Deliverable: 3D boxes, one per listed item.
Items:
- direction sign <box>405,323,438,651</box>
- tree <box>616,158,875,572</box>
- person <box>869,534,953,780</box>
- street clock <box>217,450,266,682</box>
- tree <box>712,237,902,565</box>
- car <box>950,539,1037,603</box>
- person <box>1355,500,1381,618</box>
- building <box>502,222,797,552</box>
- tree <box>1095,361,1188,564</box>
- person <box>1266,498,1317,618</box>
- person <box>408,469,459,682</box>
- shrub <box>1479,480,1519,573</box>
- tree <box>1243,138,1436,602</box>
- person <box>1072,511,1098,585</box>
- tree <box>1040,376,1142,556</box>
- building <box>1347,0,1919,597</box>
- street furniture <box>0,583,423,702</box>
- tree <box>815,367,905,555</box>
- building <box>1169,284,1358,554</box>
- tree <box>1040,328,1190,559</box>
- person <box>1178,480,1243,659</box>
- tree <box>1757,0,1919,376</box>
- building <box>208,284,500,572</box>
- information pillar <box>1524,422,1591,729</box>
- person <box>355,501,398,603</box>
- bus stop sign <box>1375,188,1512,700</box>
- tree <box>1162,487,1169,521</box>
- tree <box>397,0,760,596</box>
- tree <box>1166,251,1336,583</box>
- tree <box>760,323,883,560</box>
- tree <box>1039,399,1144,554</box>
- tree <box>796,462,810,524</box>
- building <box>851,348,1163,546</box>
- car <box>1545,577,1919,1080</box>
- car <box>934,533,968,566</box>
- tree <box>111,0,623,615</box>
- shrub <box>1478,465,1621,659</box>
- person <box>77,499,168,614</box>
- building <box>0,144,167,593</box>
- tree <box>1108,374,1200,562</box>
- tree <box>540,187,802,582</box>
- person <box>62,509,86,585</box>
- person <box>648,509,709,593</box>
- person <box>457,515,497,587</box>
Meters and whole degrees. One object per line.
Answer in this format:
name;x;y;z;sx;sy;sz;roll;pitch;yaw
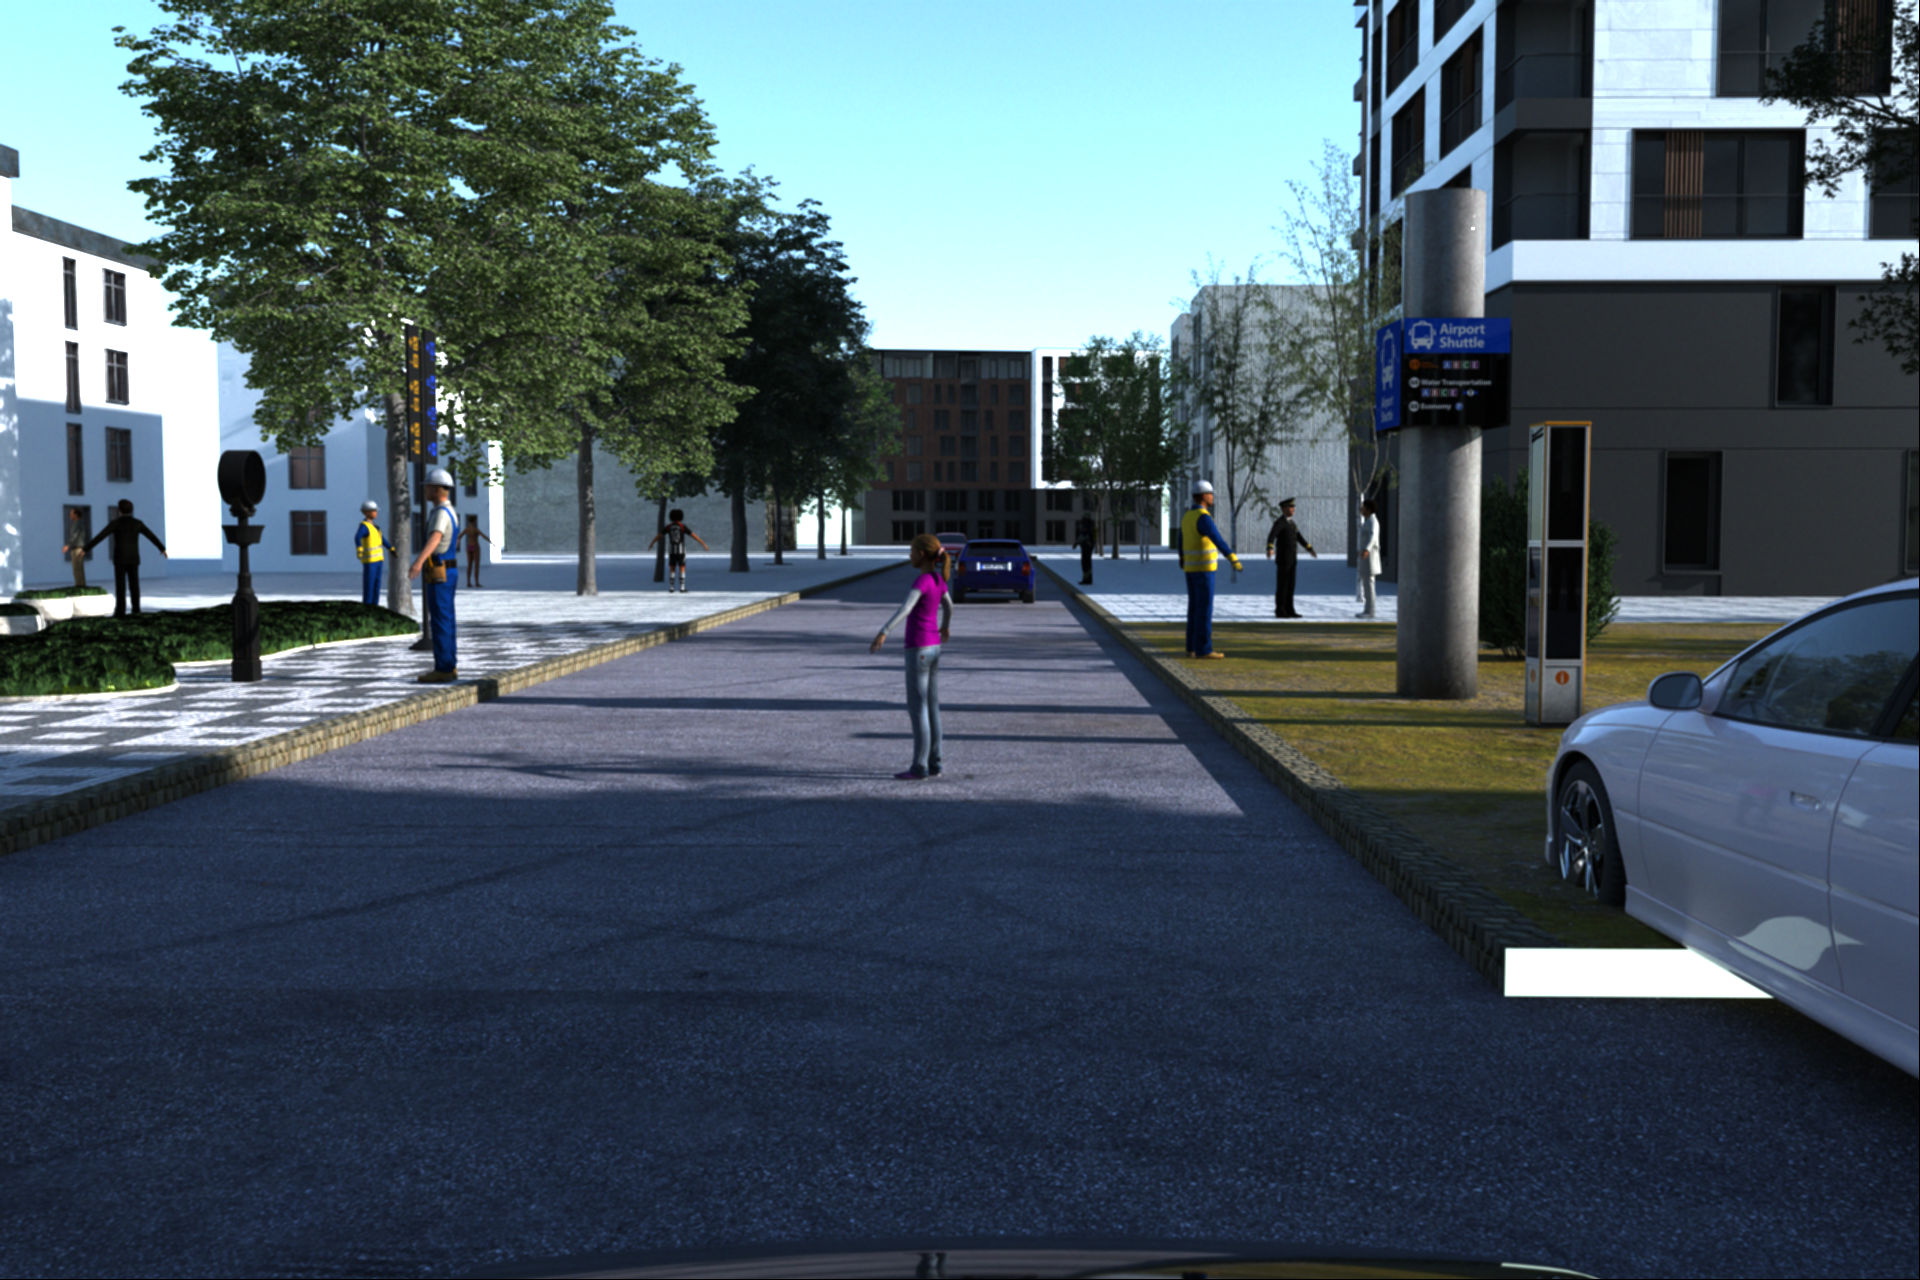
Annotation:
direction sign;-5.922;-1.659;19.118;0.379;3.537;0.876;0;4;2
tree;-7.551;-9.280;58.380;9.857;13.997;8.962;0;3;0
person;-0.269;0.094;10.191;0.599;1.433;0.991;2;4;24
street clock;-6.204;-0.639;15.011;0.358;2.002;0.471;0;4;1
tree;-7.560;-9.875;71.834;12.009;13.543;11.850;0;3;0
car;0.703;-1.506;37.207;1.945;1.354;3.894;0;4;0
person;6.232;-1.245;26.535;0.705;1.806;1.347;1;4;10
building;-22.577;-18.281;129.823;19.493;23.208;18.063;0;4;1
tree;7.801;-7.582;74.335;4.737;8.622;4.395;0;3;0
person;5.017;-1.257;26.480;0.705;1.837;1.347;3;5;42
person;-4.564;-0.567;15.132;0.705;1.847;1.347;0;4;-6
shrub;7.172;-1.179;23.703;1.690;2.028;1.600;0;3;0
tree;7.674;-5.025;32.518;4.360;8.622;3.978;0;3;0
person;3.197;-2.339;44.020;0.705;1.856;1.354;2;4;24
tree;7.919;-10.137;100.150;7.601;10.594;8.767;-2;4;-31
building;25.393;-12.650;50.810;27.936;21.610;32.646;0;4;1
street furniture;-9.211;-0.152;18.114;5.734;0.657;10.072;0;4;1
tree;-6.858;-10.894;103.878;9.928;11.665;9.643;0;3;0
building;25.847;-16.203;131.383;16.747;18.905;31.486;0;4;1
tree;7.966;-9.959;88.584;9.928;11.665;9.643;0;3;0
person;2.519;-0.730;17.900;0.705;1.833;1.349;-1;4;-17
tree;14.125;-5.238;20.048;8.767;10.594;7.601;-1;4;-9
building;-24.031;-7.967;72.404;9.099;9.664;28.070;0;4;2
information pillar;3.962;-0.429;11.500;0.304;2.012;0.304;0;4;-1
person;-8.574;-1.162;25.456;0.721;1.772;1.216;0;4;6
bus stop sign;3.761;-1.501;13.563;0.837;3.901;0.837;0;4;0
tree;25.381;-15.398;202.118;4.737;8.622;4.395;0;3;0
tree;-8.230;-7.209;36.000;7.486;12.596;7.792;0;3;0
tree;7.057;-5.831;45.692;4.360;8.622;3.978;0;3;0
tree;-7.219;-10.317;86.805;7.486;12.596;7.792;0;3;0
tree;8.841;-10.758;110.302;8.767;10.594;7.601;1;4;15
tree;-21.302;-17.811;197.863;9.857;13.997;8.962;0;3;0
building;4.332;-21.766;202.311;32.646;21.610;27.936;0;4;-7
car;3.133;0.466;4.748;2.083;1.381;4.827;0;4;1
car;-0.428;-4.114;76.297;2.155;1.783;4.494;0;4;2
tree;-9.275;-6.657;26.963;7.486;12.596;7.792;0;3;0
shrub;5.947;-0.843;17.831;1.661;2.075;1.752;0;3;0
person;-12.646;-1.227;26.244;0.705;1.806;1.347;3;5;41
building;-25.098;-5.873;38.171;9.099;9.664;28.070;0;4;2
tree;8.956;-7.956;80.438;4.737;8.622;4.395;0;3;0
tree;-7.723;-6.831;46.103;7.601;10.594;8.767;0;4;-8
person;-18.101;-1.787;35.481;0.705;1.796;1.348;-1;4;-14
person;-6.187;-1.944;37.922;1.345;1.843;0.704;0;4;5
person;-11.775;-2.157;42.066;1.217;1.733;0.721;1;4;23
